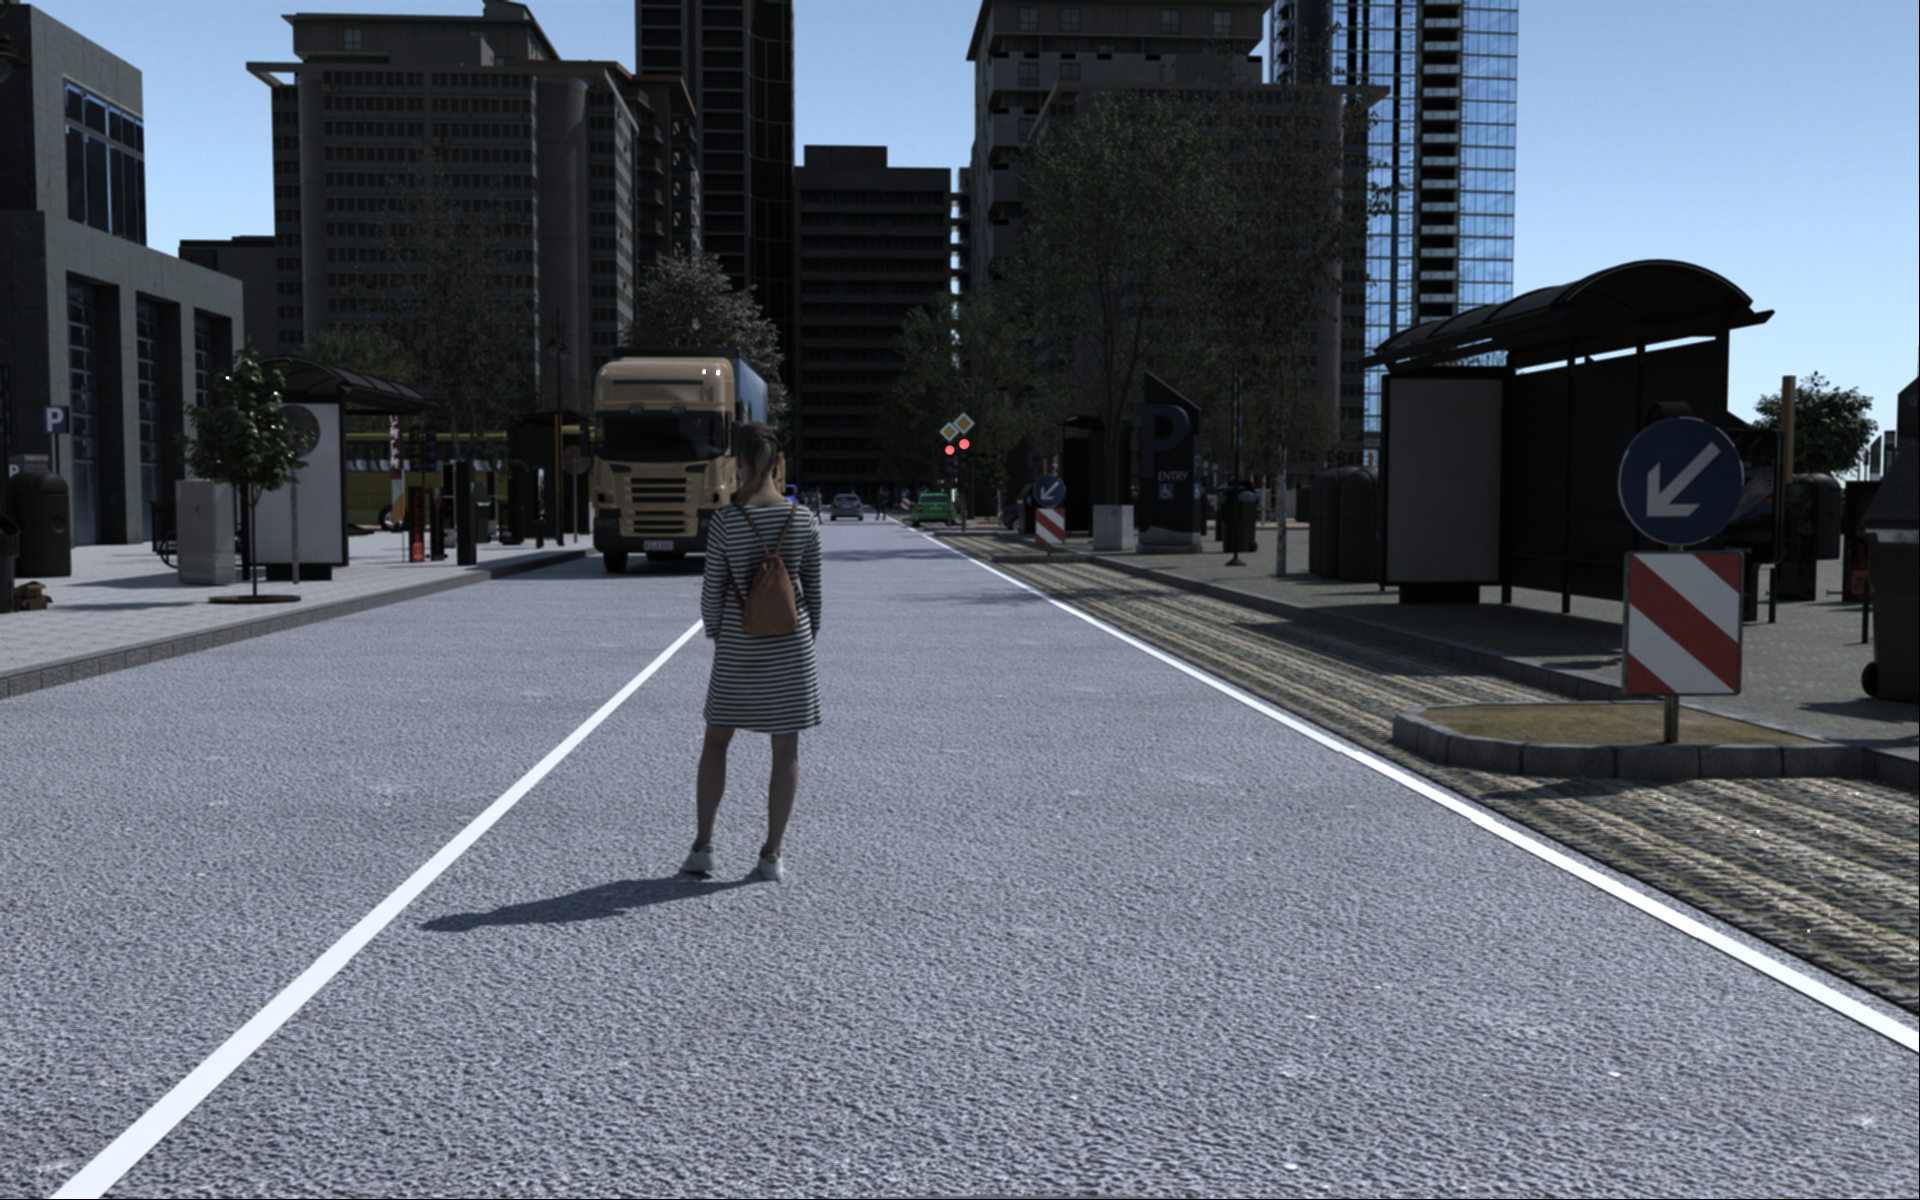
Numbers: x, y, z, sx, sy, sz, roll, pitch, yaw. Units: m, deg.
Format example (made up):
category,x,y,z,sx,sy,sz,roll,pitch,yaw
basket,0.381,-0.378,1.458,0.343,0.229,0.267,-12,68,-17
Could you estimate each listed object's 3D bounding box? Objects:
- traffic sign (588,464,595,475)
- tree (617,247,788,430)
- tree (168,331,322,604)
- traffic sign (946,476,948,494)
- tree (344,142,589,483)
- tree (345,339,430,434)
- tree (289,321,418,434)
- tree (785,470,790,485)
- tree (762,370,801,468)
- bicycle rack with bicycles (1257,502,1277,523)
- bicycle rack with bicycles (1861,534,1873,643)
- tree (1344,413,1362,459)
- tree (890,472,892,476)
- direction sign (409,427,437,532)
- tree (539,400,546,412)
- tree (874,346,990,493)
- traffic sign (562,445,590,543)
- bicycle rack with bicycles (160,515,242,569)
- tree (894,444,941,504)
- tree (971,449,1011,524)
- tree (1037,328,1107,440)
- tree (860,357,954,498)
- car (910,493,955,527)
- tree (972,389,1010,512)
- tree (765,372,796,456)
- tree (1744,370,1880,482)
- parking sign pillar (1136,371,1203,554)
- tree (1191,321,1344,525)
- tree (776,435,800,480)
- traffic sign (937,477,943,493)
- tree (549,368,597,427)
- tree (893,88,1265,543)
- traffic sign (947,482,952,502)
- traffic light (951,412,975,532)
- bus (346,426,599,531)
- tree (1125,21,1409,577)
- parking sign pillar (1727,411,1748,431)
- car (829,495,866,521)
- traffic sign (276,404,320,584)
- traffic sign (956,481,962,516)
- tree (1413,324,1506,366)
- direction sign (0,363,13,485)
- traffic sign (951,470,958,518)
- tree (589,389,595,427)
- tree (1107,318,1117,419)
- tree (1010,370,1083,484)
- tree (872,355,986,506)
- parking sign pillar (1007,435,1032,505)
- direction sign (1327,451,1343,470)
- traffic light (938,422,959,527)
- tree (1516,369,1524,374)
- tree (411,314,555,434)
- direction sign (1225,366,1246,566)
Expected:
category,x,y,z,sx,sy,sz,roll,pitch,yaw
traffic sign,-10.191,-3.025,49.468,0.884,2.594,0.081,0,4,6
tree,-13.075,-11.168,89.259,9.857,13.997,8.962,0,3,0
tree,-8.350,-1.596,20.695,1.663,3.219,1.824,0,3,0
traffic sign,-0.925,-7.402,121.021,0.884,2.594,0.081,0,4,-1
tree,-10.578,-5.260,36.356,4.360,8.622,3.978,0,3,0
tree,-26.791,-7.971,80.682,4.737,8.622,4.395,0,3,0
tree,-36.440,-10.857,103.270,9.928,11.665,9.643,0,3,0
tree,-20.059,-12.483,187.816,4.285,4.588,4.351,0,3,0
tree,-18.227,-14.571,156.368,7.486,12.596,7.792,0,3,0
bicycle rack with bicycles,12.985,-3.930,77.642,2.925,0.926,2.852,-1,4,-14
bicycle rack with bicycles,8.817,-0.081,14.707,2.925,0.926,2.852,-2,4,-34
tree,23.816,-9.956,113.150,4.737,8.622,4.395,0,3,0
tree,-7.817,-16.345,217.610,4.737,8.622,4.395,0,3,0
direction sign,-18.068,-4.057,58.321,0.876,3.537,0.379,-2,4,-28
tree,-29.780,-10.735,125.878,4.737,8.622,4.395,0,3,0
tree,-2.111,-13.233,133.374,9.611,12.733,9.660,0,3,0
traffic sign,-10.050,-2.758,45.207,0.768,2.556,0.104,0,4,-1
bicycle rack with bicycles,-13.012,-1.093,31.249,2.925,0.926,2.852,-2,4,-32
tree,-2.861,-11.783,143.012,4.737,8.622,4.395,0,3,0
tree,1.377,-4.922,75.082,1.663,3.219,1.824,0,3,0
tree,5.645,-7.410,71.509,4.360,8.622,3.978,0,3,0
tree,-3.898,-14.974,155.199,12.009,13.543,11.850,0,3,0
car,-1.193,-4.121,76.177,1.959,1.807,4.718,0,4,-4
tree,2.688,-10.452,121.258,4.737,8.622,4.395,0,3,0
tree,-17.445,-13.222,141.935,9.928,11.665,9.643,0,3,0
tree,22.580,-3.813,46.057,4.285,4.588,4.351,0,3,0
parking sign pillar,4.544,-2.997,37.477,1.447,3.967,1.447,2,4,32
tree,12.286,-7.378,70.996,4.737,8.622,4.395,0,3,0
tree,-20.837,-15.372,201.686,4.360,8.622,3.978,0,3,0
traffic sign,-1.304,-7.372,120.636,0.768,2.556,0.104,0,4,4
tree,-21.034,-9.257,101.715,4.737,8.622,4.395,0,3,0
tree,4.011,-7.286,44.881,9.928,11.665,9.643,0,3,0
traffic sign,-0.571,-7.226,118.155,0.884,2.594,0.081,0,4,-1
traffic light,0.107,-4.302,59.258,0.839,4.253,0.868,0,4,-4
bus,-17.268,-4.338,62.468,12.252,3.916,2.896,0,4,-5
tree,4.749,-4.666,26.654,4.360,8.622,3.978,0,3,0
parking sign pillar,22.731,-3.814,50.823,1.447,3.967,1.447,3,5,39
car,-6.124,-5.009,93.894,2.014,1.417,4.499,0,4,-3
traffic sign,-9.476,-1.500,24.638,0.768,2.556,0.104,0,4,2
traffic sign,-0.225,-6.300,103.109,0.768,2.556,0.104,0,4,1
tree,20.104,-7.497,72.933,4.737,8.622,4.395,0,3,0
direction sign,-16.665,-2.341,30.274,0.379,3.537,0.876,-3,5,-40
traffic sign,-0.245,-5.706,93.393,0.768,2.556,0.104,0,4,3
tree,-21.955,-8.919,96.195,4.360,8.622,3.978,0,3,0
tree,7.384,-6.452,55.848,4.360,8.622,3.978,0,3,0
tree,5.460,-9.340,103.067,4.737,8.622,4.395,0,3,0
tree,-1.717,-10.834,111.553,7.601,10.594,8.767,1,4,19
parking sign pillar,2.736,-5.580,79.706,1.447,3.967,1.447,-3,5,-42
direction sign,19.667,-6.045,90.826,0.876,3.537,0.379,-1,4,-12
traffic light,-0.433,-4.789,67.225,0.839,4.253,0.868,0,4,-4
tree,26.296,-8.370,87.218,4.737,8.622,4.395,0,3,0
tree,-23.931,-9.384,87.842,7.601,10.594,8.767,0,4,-2
direction sign,4.949,-2.384,30.981,0.379,3.537,0.876,1,4,20
